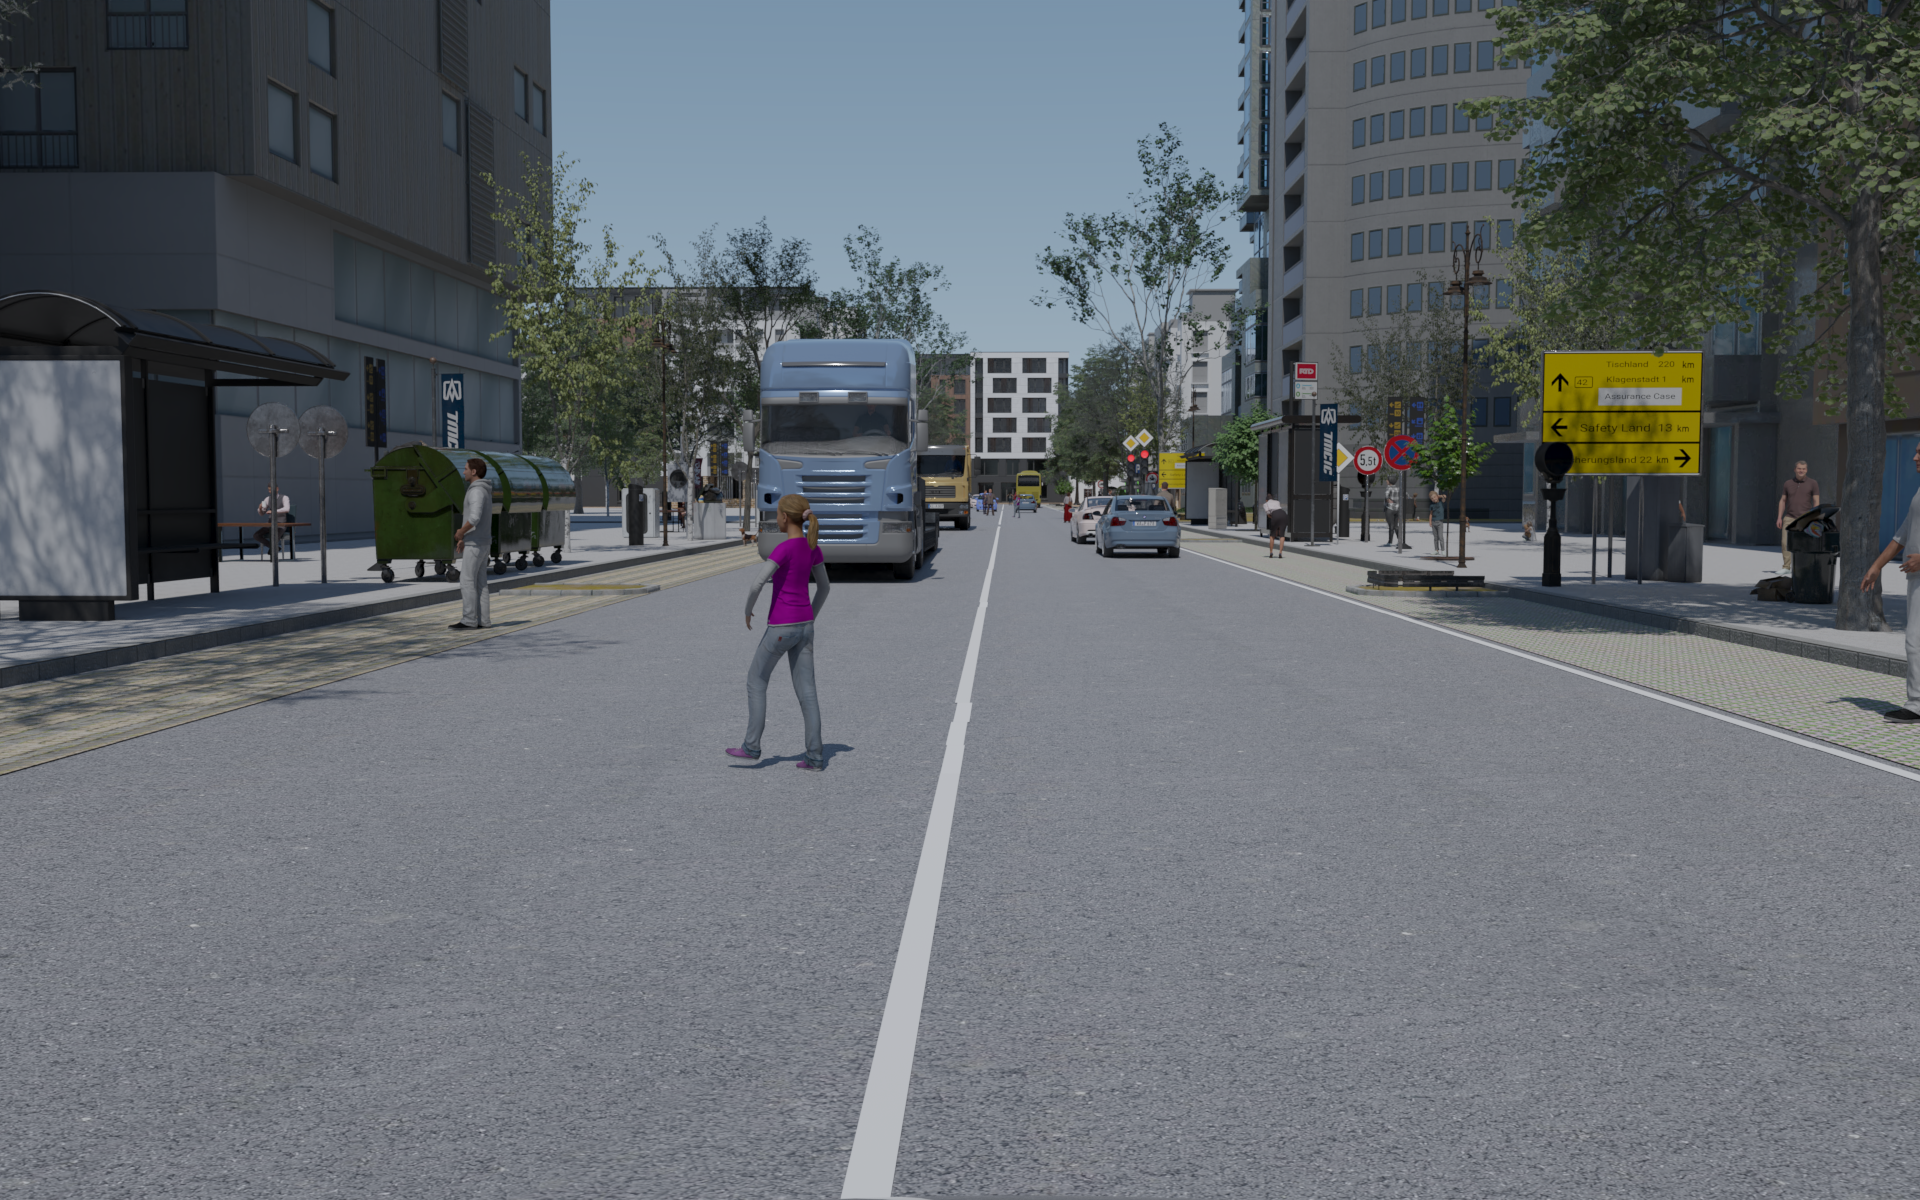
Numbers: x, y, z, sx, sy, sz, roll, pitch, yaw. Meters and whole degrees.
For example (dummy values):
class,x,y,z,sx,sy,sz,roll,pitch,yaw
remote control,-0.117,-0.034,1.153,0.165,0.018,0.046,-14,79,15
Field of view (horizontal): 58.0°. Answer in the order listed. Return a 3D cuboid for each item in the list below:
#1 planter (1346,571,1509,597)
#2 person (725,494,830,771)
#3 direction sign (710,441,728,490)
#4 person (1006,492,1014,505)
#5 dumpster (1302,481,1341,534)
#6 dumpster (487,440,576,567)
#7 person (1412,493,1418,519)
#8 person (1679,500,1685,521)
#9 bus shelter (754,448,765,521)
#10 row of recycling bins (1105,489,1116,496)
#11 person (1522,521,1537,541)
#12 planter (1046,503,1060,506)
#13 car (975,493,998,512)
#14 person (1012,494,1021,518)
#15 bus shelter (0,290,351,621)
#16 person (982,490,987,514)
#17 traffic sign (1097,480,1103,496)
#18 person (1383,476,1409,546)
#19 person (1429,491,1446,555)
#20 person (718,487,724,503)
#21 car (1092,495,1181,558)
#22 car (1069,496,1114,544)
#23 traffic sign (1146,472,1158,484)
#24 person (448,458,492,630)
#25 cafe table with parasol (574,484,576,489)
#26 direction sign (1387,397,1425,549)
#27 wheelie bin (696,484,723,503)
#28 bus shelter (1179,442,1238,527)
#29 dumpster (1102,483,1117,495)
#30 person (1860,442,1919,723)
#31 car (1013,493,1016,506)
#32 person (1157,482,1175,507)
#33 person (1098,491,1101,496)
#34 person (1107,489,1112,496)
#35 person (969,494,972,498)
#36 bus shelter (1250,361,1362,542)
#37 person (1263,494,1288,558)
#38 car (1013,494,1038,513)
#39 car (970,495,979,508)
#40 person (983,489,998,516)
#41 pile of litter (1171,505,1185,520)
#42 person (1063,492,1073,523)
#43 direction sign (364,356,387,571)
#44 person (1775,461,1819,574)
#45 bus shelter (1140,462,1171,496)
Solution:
class,x,y,z,sx,sy,sz,roll,pitch,yaw
planter,6.607,-0.227,24.855,1.991,0.319,1.994,0,4,2
person,-0.992,0.169,8.970,0.776,1.435,0.726,2,4,35
direction sign,-10.294,-5.021,74.084,0.876,3.537,0.379,2,4,24
person,6.380,-12.840,219.157,1.217,1.735,0.721,2,4,25
dumpster,11.646,-3.089,56.263,1.264,1.857,1.865,0,4,1
dumpster,-7.891,-1.754,31.167,1.502,2.255,1.985,0,4,2
person,23.096,-4.771,87.955,0.340,1.345,0.435,-1,4,-12
person,12.606,-1.521,31.064,0.789,1.805,0.875,-3,5,-43
bus shelter,-7.035,-4.670,70.281,2.014,3.302,5.546,0,4,2
row of recycling bins,12.821,-8.175,140.770,1.069,1.692,3.534,-2,4,-24
person,15.564,-1.883,47.298,0.357,0.543,0.381,3,4,36
planter,11.532,-11.631,211.306,1.991,0.319,1.994,0,4,2
car,2.172,-8.072,141.575,1.945,1.707,3.694,0,4,0
person,3.304,-5.566,102.742,0.776,1.435,0.726,0,4,2
bus shelter,-9.047,-1.592,19.958,2.014,3.302,5.546,0,4,2
person,1.756,-6.903,122.282,0.541,1.710,0.530,-2,4,-27
traffic sign,12.915,-9.658,158.019,0.768,2.556,0.104,0,4,2
person,10.650,-2.190,42.565,0.841,1.734,0.376,-2,4,-31
person,10.036,-1.616,36.366,0.435,1.345,0.340,2,4,34
person,-14.029,-5.752,101.001,0.541,1.710,0.530,2,4,31
car,4.110,-1.732,40.321,2.014,1.417,4.499,0,4,1
car,4.269,-2.355,50.867,2.083,1.381,4.827,0,4,0
traffic sign,11.164,-6.148,100.620,0.768,2.556,0.104,0,4,5
person,-5.149,-0.584,18.192,0.789,1.805,0.875,0,4,-4
cafe table with parasol,-11.904,-2.610,47.538,2.610,1.966,2.610,0,4,4
direction sign,10.370,-2.958,40.353,0.876,3.537,0.379,0,4,-7
wheelie bin,-7.917,-2.870,54.837,0.693,1.594,0.980,1,4,14
bus shelter,10.099,-4.634,69.691,2.014,3.302,5.546,0,4,2
dumpster,13.404,-9.214,153.145,1.502,2.255,1.985,0,4,1
person,5.979,-0.135,10.849,0.789,1.805,0.875,0,4,8
car,7.618,-12.523,213.421,2.281,1.827,5.304,0,4,3
person,5.397,-2.265,46.058,0.617,1.759,0.750,0,4,-4
person,11.863,-8.518,147.513,0.569,1.553,0.471,-1,4,-20
person,8.703,-5.545,99.962,0.445,1.727,0.742,-1,4,-9
person,0.586,-8.030,140.514,0.841,1.734,0.376,-2,4,-31
bus shelter,9.721,-4.438,50.188,2.179,5.291,8.768,0,4,2
person,6.988,-1.638,38.475,0.628,1.438,0.799,-3,5,-43
car,5.020,-7.413,133.203,2.014,1.417,4.499,0,4,2
car,1.965,-10.090,177.325,2.083,1.381,4.827,0,4,0
person,2.038,-6.469,114.826,0.990,1.755,0.434,0,4,1
pile of litter,10.709,-4.368,85.374,1.176,0.858,1.719,3,5,42
person,5.383,-4.615,86.425,0.523,1.526,0.387,2,4,29
direction sign,-9.734,-2.257,28.907,0.379,3.537,0.876,0,4,2
person,13.316,-1.309,27.568,0.434,1.807,0.598,-3,4,-37
bus shelter,12.643,-7.220,111.968,2.014,3.302,5.546,0,4,2
